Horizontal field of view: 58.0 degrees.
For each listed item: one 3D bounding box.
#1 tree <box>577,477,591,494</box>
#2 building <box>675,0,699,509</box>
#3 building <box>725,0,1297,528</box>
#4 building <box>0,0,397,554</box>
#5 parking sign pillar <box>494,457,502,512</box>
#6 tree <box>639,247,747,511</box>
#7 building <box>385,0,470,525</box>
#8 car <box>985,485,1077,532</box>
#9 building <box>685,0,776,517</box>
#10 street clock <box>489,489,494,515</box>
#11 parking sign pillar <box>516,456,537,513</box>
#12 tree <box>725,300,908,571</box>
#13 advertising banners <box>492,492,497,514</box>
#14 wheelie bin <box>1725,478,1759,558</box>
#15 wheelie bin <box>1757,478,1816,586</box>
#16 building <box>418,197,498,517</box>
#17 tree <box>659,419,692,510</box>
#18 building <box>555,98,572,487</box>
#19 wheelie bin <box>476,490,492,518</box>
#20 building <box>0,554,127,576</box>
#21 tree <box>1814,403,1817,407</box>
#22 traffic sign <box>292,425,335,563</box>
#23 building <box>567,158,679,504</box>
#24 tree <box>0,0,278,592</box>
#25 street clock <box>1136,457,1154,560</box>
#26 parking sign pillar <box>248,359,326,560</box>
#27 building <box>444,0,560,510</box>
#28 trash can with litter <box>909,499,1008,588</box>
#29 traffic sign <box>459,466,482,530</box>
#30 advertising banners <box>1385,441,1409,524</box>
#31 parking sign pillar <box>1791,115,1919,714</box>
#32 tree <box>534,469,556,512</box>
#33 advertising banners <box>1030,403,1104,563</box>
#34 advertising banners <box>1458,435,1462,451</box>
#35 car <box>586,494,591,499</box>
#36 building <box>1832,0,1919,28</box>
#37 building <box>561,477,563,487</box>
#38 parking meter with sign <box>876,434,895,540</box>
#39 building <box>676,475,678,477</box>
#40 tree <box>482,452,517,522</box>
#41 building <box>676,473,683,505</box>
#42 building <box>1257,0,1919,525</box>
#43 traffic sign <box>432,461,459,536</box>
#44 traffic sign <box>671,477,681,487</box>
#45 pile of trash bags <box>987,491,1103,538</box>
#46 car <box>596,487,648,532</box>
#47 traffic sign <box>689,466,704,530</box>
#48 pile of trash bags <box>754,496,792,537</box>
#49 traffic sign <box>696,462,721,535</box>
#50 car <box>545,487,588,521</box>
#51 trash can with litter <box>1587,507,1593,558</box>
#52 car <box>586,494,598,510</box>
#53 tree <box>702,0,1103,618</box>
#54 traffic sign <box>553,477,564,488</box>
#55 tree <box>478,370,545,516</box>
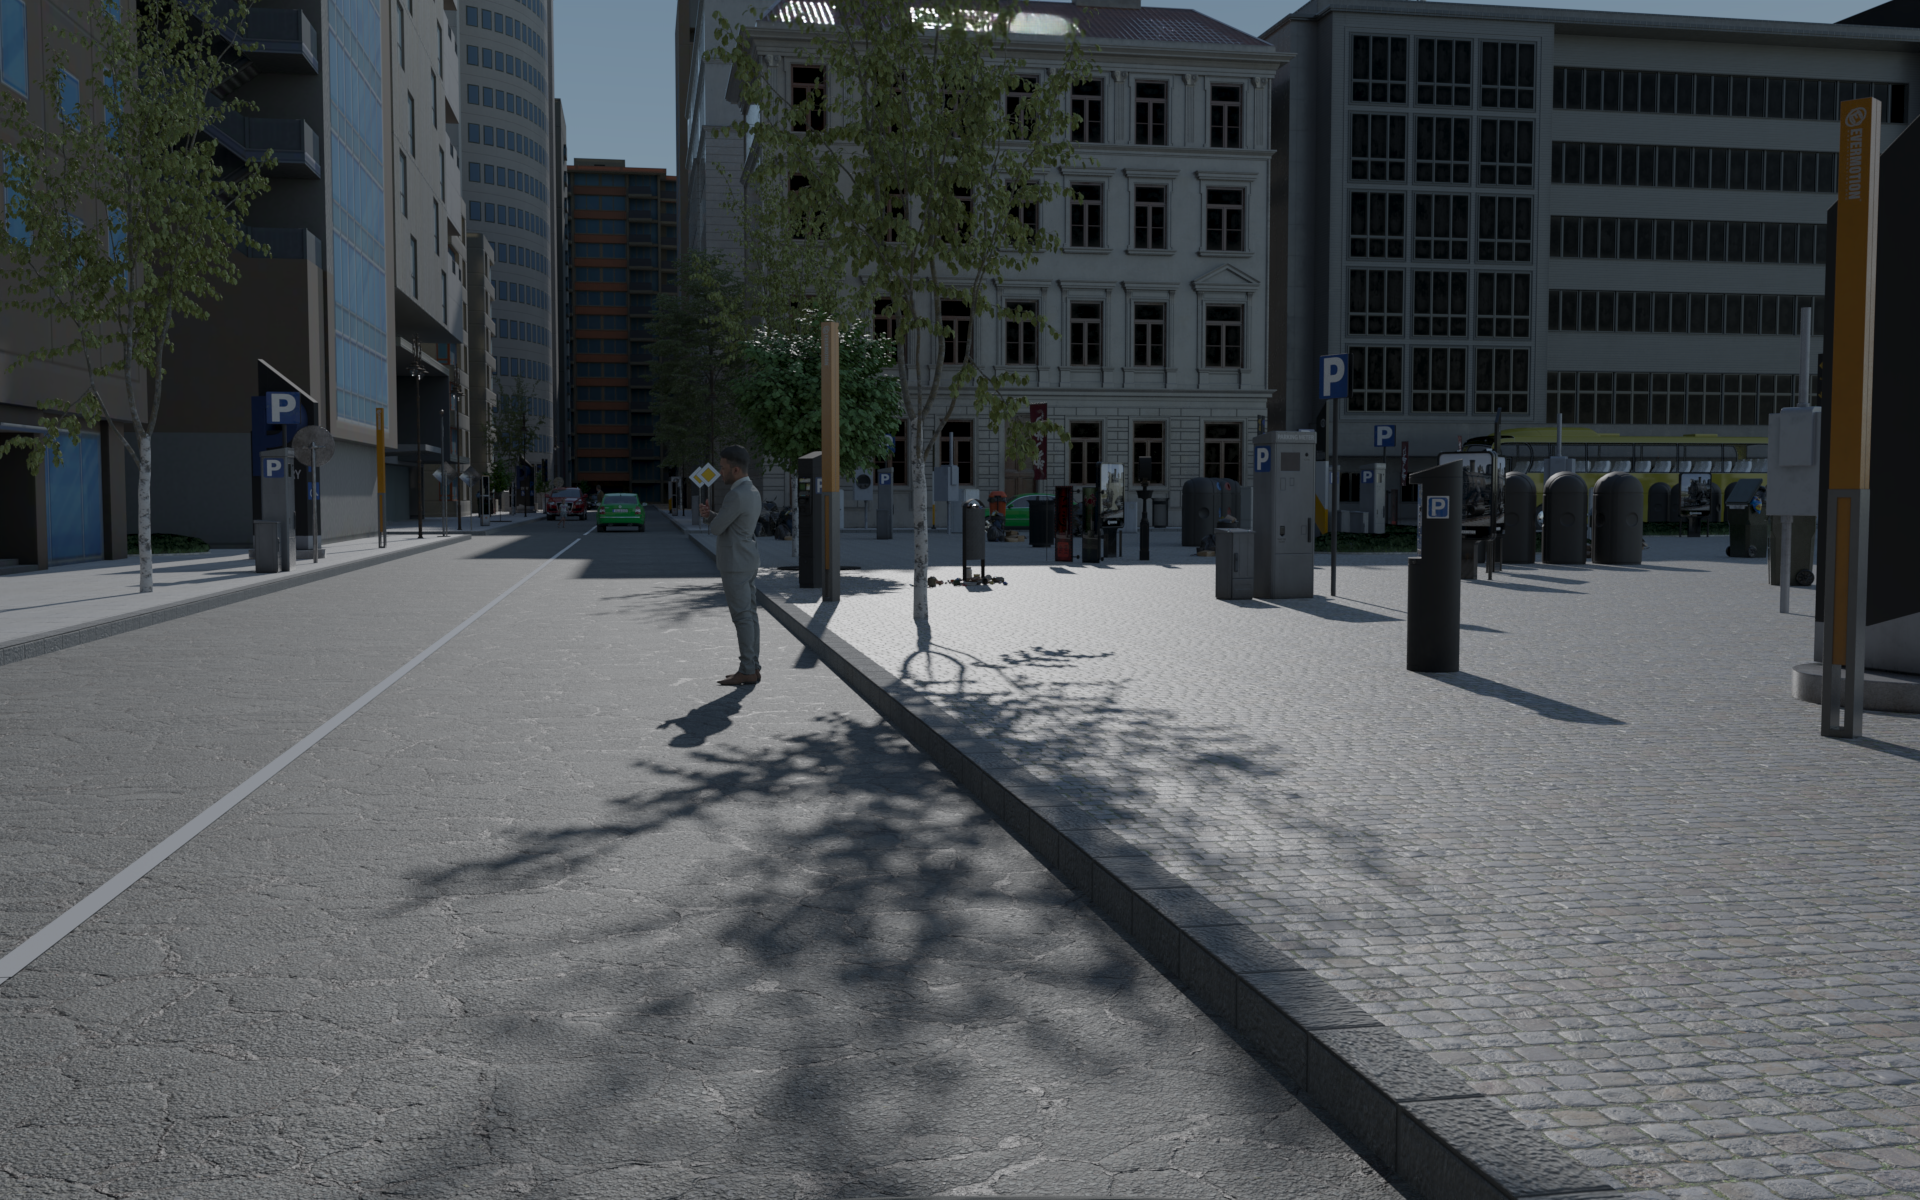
[{"bbox_3d":[-43.609,-12.629,201.091,1.663,3.219,1.824,0,3,0],"label":"tree"},{"bbox_3d":[-17.982,-30.807,153.797,14.600,45.320,14.200,-1,4,-10],"label":"building"},{"bbox_3d":[1.433,-14.323,70.344,21.152,22.565,11.583,-1,4,-10],"label":"building"},{"bbox_3d":[-23.381,-24.157,45.075,14.200,45.320,14.600,-1,4,-10],"label":"building"},{"bbox_3d":[-34.070,-8.421,126.162,1.447,3.967,1.447,-3,5,-42],"label":"parking sign pillar"},{"bbox_3d":[-11.419,-9.913,80.210,7.486,12.596,7.792,0,3,0],"label":"tree"},{"bbox_3d":[-35.586,-29.458,70.876,28.713,52.752,27.495,-1,4,-10],"label":"building"},{"bbox_3d":[2.285,-3.139,60.124,4.718,1.807,1.959,-1,4,-9],"label":"car"},{"bbox_3d":[-10.192,-19.896,102.796,11.434,29.767,29.804,-1,4,-10],"label":"building"},{"bbox_3d":[-29.214,-6.321,107.921,0.358,2.002,0.471,-3,5,-41],"label":"street clock"},{"bbox_3d":[-29.440,-7.877,117.264,1.447,3.967,1.447,2,4,34],"label":"parking sign pillar"},{"bbox_3d":[-2.373,-2.805,29.567,4.285,4.588,4.351,0,3,0],"label":"tree"},{"bbox_3d":[-29.477,-6.941,109.674,0.090,3.025,2.074,-2,4,-25],"label":"advertising banners"},{"bbox_3d":[15.977,-1.662,35.089,0.693,1.594,0.980,-1,4,-18],"label":"wheelie bin"},{"bbox_3d":[11.686,-1.007,24.376,0.693,1.594,0.980,1,4,20],"label":"wheelie bin"},{"bbox_3d":[-44.124,-16.022,106.995,27.650,21.520,28.899,-1,4,-10],"label":"building"},{"bbox_3d":[-22.579,-11.659,140.982,4.360,8.622,3.978,0,3,0],"label":"tree"},{"bbox_3d":[-55.308,-34.959,195.285,21.600,48.544,21.300,-1,4,-10],"label":"building"},{"bbox_3d":[-25.852,-5.265,93.985,0.693,1.594,0.980,0,4,3],"label":"wheelie bin"},{"bbox_3d":[-21.812,-22.951,25.366,14.600,45.320,14.200,-1,4,-10],"label":"building"},{"bbox_3d":[24.647,-3.868,46.954,4.285,4.588,4.351,0,3,0],"label":"tree"},{"bbox_3d":[-11.992,-1.960,32.151,0.768,2.556,0.104,-1,4,-9],"label":"traffic sign"},{"bbox_3d":[-47.974,-35.114,228.744,28.867,44.769,22.147,-1,4,-10],"label":"building"},{"bbox_3d":[-10.794,-4.416,22.567,4.737,8.622,4.395,0,3,0],"label":"tree"},{"bbox_3d":[3.573,-1.770,33.511,0.358,2.002,0.471,0,4,3],"label":"street clock"},{"bbox_3d":[-13.406,-2.810,34.413,1.447,3.967,1.447,1,4,16],"label":"parking sign pillar"},{"bbox_3d":[-45.471,-36.939,145.947,21.231,58.520,28.212,-1,4,-10],"label":"building"},{"bbox_3d":[-0.101,-0.828,24.591,1.678,1.210,2.233,2,4,32],"label":"trash can with litter"},{"bbox_3d":[-17.263,-3.517,61.147,0.795,2.450,0.064,-1,4,-10],"label":"traffic sign"},{"bbox_3d":[14.558,-3.783,58.040,0.090,3.025,2.074,-1,4,-10],"label":"advertising banners"},{"bbox_3d":[5.946,-1.354,10.602,1.447,3.967,1.447,-1,4,-19],"label":"parking sign pillar"},{"bbox_3d":[-30.035,-7.903,123.821,1.663,3.219,1.824,0,3,0],"label":"tree"},{"bbox_3d":[1.989,-2.237,32.755,0.090,3.025,2.074,-3,4,-38],"label":"advertising banners"},{"bbox_3d":[15.269,-3.440,52.435,0.090,3.025,2.074,2,4,28],"label":"advertising banners"},{"bbox_3d":[-35.113,-9.504,167.186,2.131,1.459,4.920,-1,4,-10],"label":"car"},{"bbox_3d":[49.383,-15.338,80.454,15.834,23.373,12.332,-1,4,-10],"label":"building"},{"bbox_3d":[-56.183,-29.313,171.147,32.217,40.220,23.993,-1,4,-10],"label":"building"},{"bbox_3d":[-2.151,-3.253,49.451,0.543,3.016,1.738,0,4,0],"label":"parking meter with sign"},{"bbox_3d":[-16.916,-34.063,176.544,23.786,49.044,30.456,-1,4,-10],"label":"building"},{"bbox_3d":[-21.311,-5.204,79.690,1.663,3.219,1.824,0,3,0],"label":"tree"},{"bbox_3d":[-23.263,-46.628,200.614,20.563,71.187,20.611,-1,4,-10],"label":"building"},{"bbox_3d":[26.703,-15.768,76.878,30.058,24.678,14.314,-1,4,-10],"label":"building"},{"bbox_3d":[-15.809,-3.037,53.295,0.795,2.450,0.064,-1,4,-10],"label":"traffic sign"},{"bbox_3d":[-16.850,-6.164,102.915,0.606,2.300,0.079,0,4,-2],"label":"traffic sign"},{"bbox_3d":[2.523,-2.552,51.476,3.447,1.369,1.912,0,3,0],"label":"pile of trash bags"},{"bbox_3d":[-12.969,-3.520,66.354,1.959,1.807,4.718,-1,4,-10],"label":"car"},{"bbox_3d":[-9.399,-3.605,62.578,0.795,2.450,0.064,-1,4,-10],"label":"traffic sign"},{"bbox_3d":[-5.395,-2.658,53.211,3.447,1.369,1.912,-2,4,-31],"label":"pile of trash bags"},{"bbox_3d":[-7.944,-3.124,54.726,0.795,2.450,0.064,-1,4,-10],"label":"traffic sign"},{"bbox_3d":[-21.539,-5.276,94.942,2.281,1.827,5.304,-1,4,-10],"label":"car"},{"bbox_3d":[12.866,-1.432,34.808,1.055,1.170,0.624,-3,5,-40],"label":"trash can with litter"},{"bbox_3d":[-32.383,-8.840,154.327,2.009,1.686,4.222,-1,4,-9],"label":"car"},{"bbox_3d":[-0.434,-4.103,17.440,4.737,8.622,4.395,0,3,0],"label":"tree"},{"bbox_3d":[-30.115,-7.942,129.960,0.768,2.556,0.104,-1,4,-8],"label":"traffic sign"},{"bbox_3d":[-26.783,-9.361,103.416,4.737,8.622,4.395,0,3,0],"label":"tree"}]
